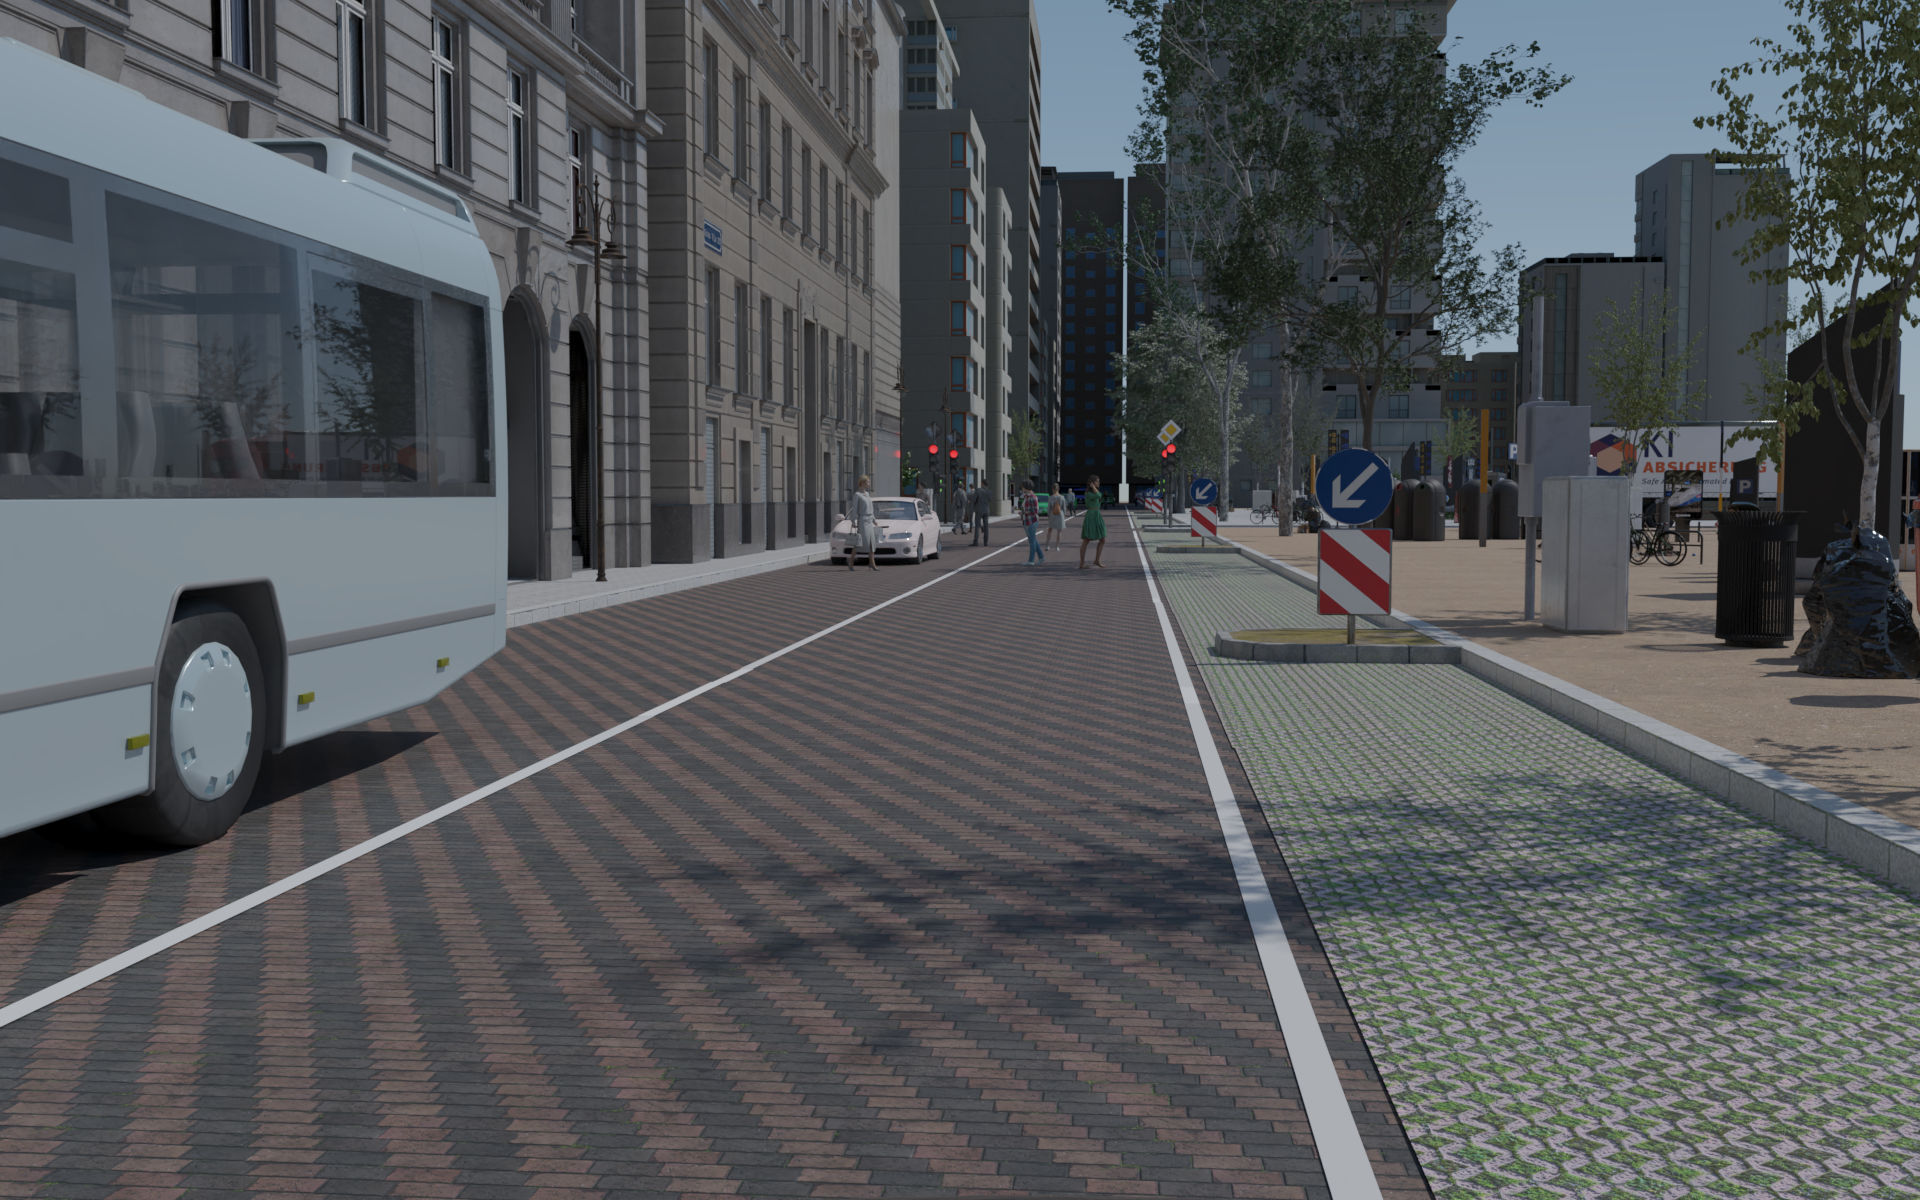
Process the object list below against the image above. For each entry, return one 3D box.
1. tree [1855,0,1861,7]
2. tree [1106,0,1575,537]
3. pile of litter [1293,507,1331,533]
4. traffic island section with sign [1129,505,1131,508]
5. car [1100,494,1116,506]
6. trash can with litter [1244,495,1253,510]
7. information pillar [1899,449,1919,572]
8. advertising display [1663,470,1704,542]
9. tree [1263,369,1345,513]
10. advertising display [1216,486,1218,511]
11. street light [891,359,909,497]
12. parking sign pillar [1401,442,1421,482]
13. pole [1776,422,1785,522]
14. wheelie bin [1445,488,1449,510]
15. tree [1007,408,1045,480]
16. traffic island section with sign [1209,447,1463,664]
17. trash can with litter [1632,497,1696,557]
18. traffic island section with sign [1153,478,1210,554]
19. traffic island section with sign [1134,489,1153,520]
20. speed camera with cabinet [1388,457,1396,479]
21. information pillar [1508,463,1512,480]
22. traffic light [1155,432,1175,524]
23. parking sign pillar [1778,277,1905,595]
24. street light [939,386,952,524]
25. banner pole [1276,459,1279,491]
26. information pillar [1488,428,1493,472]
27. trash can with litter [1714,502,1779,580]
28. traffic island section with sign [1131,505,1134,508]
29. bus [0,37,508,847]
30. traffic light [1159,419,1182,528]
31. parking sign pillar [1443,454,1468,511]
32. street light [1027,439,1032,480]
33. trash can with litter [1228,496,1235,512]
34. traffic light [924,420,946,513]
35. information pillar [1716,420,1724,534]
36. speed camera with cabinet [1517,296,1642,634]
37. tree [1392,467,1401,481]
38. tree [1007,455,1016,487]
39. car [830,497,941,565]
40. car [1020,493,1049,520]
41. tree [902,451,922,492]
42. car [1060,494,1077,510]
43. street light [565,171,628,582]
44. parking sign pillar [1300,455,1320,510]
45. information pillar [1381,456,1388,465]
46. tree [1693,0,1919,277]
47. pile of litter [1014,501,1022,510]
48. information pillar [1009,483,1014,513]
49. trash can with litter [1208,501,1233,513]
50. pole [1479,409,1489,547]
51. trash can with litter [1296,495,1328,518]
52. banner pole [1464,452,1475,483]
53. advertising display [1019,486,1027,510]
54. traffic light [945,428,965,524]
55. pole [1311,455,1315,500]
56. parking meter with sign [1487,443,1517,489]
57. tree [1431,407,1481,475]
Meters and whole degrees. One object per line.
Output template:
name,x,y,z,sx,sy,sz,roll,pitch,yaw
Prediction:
tree,5.669,-3.505,7.670,4.360,8.622,3.978,0,3,0
tree,10.628,-11.912,50.643,12.611,20.169,13.585,0,3,0
pile of litter,11.551,-2.615,56.720,1.719,0.858,1.176,2,4,28
traffic island section with sign,18.209,-10.172,174.946,1.989,1.847,2.006,0,4,5
car,17.442,-12.004,205.057,1.959,1.807,4.718,0,4,7
trash can with litter,23.099,-7.741,137.623,1.678,1.210,2.233,2,4,35
information pillar,15.640,-1.472,28.560,0.304,2.012,0.304,-1,4,-12
advertising display,19.307,-2.510,46.258,0.974,1.923,0.123,1,4,11
tree,20.551,-9.311,102.596,4.360,8.622,3.978,0,3,0
advertising display,19.814,-7.831,133.258,0.123,1.923,0.974,0,4,3
street light,-2.024,-5.299,59.434,0.468,5.910,1.993,0,4,5
parking sign pillar,23.496,-6.232,90.358,1.447,3.967,1.447,-1,4,-10
pole,22.989,-3.342,48.479,0.158,3.312,0.155,0,3,0
wheelie bin,24.606,-4.964,89.068,0.980,1.594,0.693,0,4,6
tree,5.343,-11.991,146.409,4.737,8.622,4.395,0,3,0
traffic island section with sign,3.314,-0.421,15.510,1.989,1.847,2.006,0,4,5
trash can with litter,14.425,-1.530,36.067,1.678,1.210,2.233,2,4,35
traffic island section with sign,5.813,-2.062,42.350,1.989,1.847,2.006,0,4,5
traffic island section with sign,10.991,-5.448,97.699,1.989,1.847,2.006,0,4,5
speed camera with cabinet,23.722,-6.030,92.919,2.038,3.252,0.660,1,4,23
information pillar,41.811,-8.585,131.717,0.183,3.616,0.504,-1,4,-16
traffic light,8.655,-5.148,73.097,0.839,4.253,0.868,0,4,5
parking sign pillar,11.312,-2.062,22.180,1.447,3.967,1.447,-3,5,-43
street light,-0.620,-6.208,74.296,0.468,5.910,1.993,0,4,5
banner pole,22.981,-8.266,125.159,0.401,3.779,0.863,2,4,28
information pillar,18.890,-4.312,61.859,0.183,3.616,0.504,0,4,-5
trash can with litter,11.655,-0.866,25.546,1.055,1.170,0.624,-3,5,-40
traffic island section with sign,13.533,-7.109,124.861,1.989,1.847,2.006,0,4,5
bus,-4.493,-0.556,3.952,2.948,3.499,13.247,0,4,4
traffic light,7.912,-4.662,65.147,0.839,4.253,0.868,0,4,5
parking sign pillar,33.005,-7.791,115.854,1.447,3.967,1.447,2,4,29
street light,5.740,-10.357,142.130,0.468,5.910,1.993,0,4,5
trash can with litter,19.467,-6.910,124.369,0.624,1.170,1.055,-1,4,-14
traffic light,-0.962,-4.712,65.957,0.839,4.253,0.868,0,4,5
information pillar,24.122,-3.887,54.903,0.183,3.616,0.504,1,4,22
speed camera with cabinet,5.922,-1.371,16.754,0.660,3.252,2.038,0,4,5
tree,31.628,-8.003,125.457,1.663,3.219,1.824,0,3,0
tree,2.037,-8.040,115.163,4.285,4.588,4.351,0,3,0
car,-1.524,-1.496,36.816,2.083,1.381,4.827,0,4,7
car,4.314,-5.343,96.153,1.959,1.807,4.718,0,4,4
tree,-2.564,-4.453,67.413,1.663,3.219,1.824,0,3,0
car,9.547,-8.938,154.938,1.959,1.807,4.718,0,4,5
street light,-5.258,-3.207,25.222,0.468,5.910,1.993,0,4,5
parking sign pillar,23.869,-7.935,118.216,1.447,3.967,1.447,0,3,0
information pillar,26.055,-7.031,106.317,0.504,3.616,0.183,1,4,20
tree,9.488,-4.124,17.794,4.737,8.622,4.395,0,3,0
pile of litter,4.534,-7.553,137.457,1.176,0.858,1.719,3,4,38
information pillar,3.514,-6.911,117.483,0.304,2.012,0.304,-1,4,-10
trash can with litter,17.427,-6.530,117.829,2.233,1.210,1.678,1,4,8
pole,12.650,-2.935,41.829,0.158,3.312,0.155,0,3,0
trash can with litter,18.907,-5.085,94.195,2.233,1.210,1.678,1,4,13
banner pole,30.315,-6.928,103.288,0.863,3.779,0.401,-1,4,-9
advertising display,5.126,-7.958,135.332,0.974,1.923,0.123,1,4,10
traffic light,-0.220,-5.198,73.907,0.839,4.253,0.868,0,4,5
pole,18.320,-5.876,89.908,0.158,3.312,0.155,0,3,0
parking meter with sign,18.671,-3.925,60.440,0.543,3.016,1.738,-2,4,-28
tree,40.670,-11.729,142.138,4.737,8.622,4.395,0,3,0
